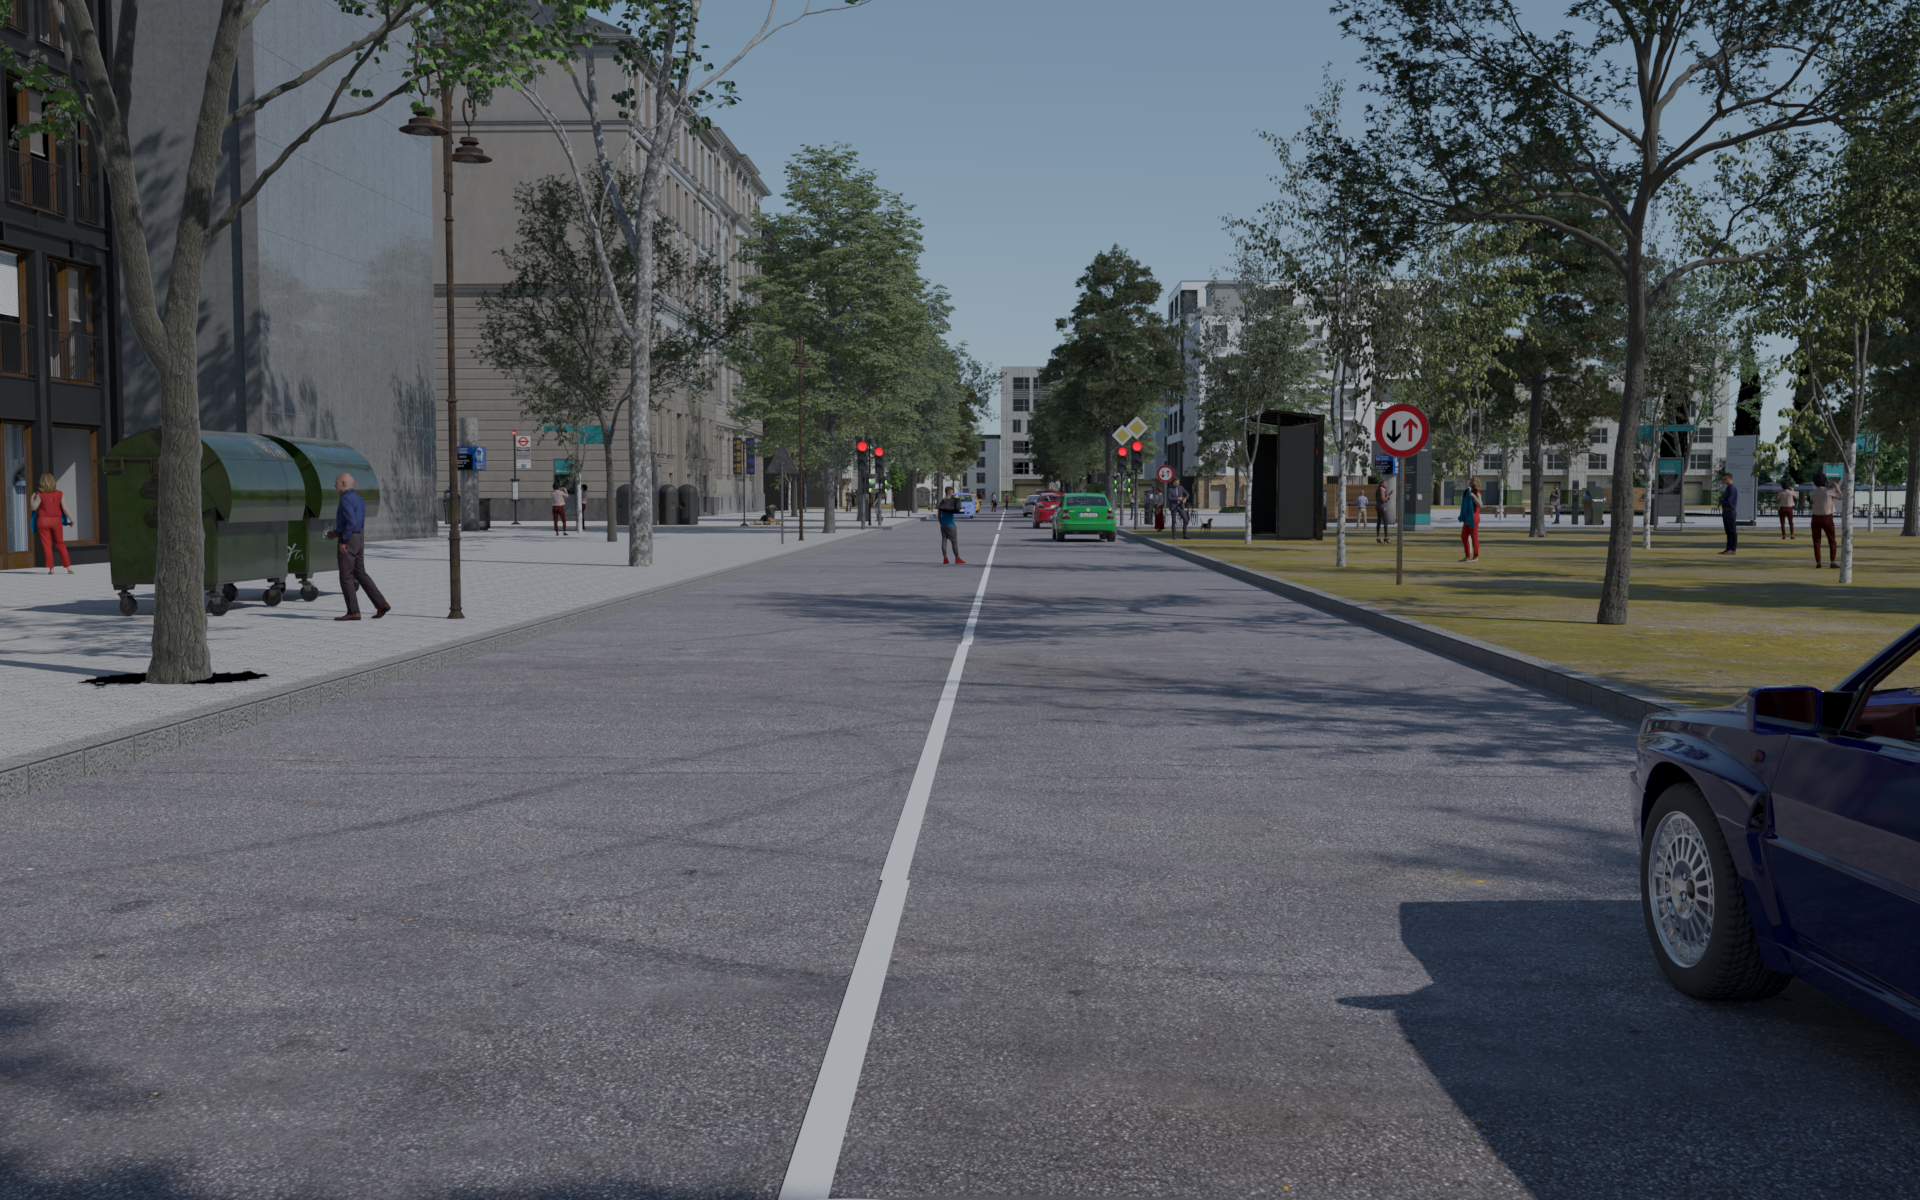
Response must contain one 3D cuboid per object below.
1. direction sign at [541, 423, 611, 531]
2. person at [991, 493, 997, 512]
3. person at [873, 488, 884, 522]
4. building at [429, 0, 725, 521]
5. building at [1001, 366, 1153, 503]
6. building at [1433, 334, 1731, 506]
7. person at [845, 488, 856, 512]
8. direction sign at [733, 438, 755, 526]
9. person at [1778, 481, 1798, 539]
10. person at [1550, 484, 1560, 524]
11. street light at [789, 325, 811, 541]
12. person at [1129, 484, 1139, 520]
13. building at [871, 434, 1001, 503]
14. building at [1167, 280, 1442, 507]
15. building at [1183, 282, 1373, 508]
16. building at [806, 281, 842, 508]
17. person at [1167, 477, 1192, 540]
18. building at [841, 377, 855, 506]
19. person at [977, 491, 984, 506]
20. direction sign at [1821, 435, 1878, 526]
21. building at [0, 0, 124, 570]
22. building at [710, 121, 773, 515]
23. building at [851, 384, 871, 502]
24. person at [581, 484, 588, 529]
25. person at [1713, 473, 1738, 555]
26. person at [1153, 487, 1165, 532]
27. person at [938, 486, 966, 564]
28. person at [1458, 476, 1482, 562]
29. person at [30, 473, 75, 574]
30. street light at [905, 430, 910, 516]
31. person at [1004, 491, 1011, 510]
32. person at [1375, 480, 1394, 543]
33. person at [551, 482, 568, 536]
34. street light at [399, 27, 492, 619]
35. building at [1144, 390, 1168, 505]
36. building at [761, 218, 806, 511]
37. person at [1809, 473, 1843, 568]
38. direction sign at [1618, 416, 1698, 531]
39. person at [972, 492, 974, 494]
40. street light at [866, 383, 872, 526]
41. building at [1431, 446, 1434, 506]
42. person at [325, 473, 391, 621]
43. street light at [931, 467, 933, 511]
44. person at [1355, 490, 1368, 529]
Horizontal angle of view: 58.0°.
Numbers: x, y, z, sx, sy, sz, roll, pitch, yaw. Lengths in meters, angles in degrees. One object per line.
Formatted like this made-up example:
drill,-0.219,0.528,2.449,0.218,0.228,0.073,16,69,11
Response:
direction sign,-13.196,-4.391,60.552,2.525,3.948,1.411,0,4,7
person,2.729,-7.783,137.958,0.590,1.554,0.614,-1,4,-19
person,-3.799,-4.417,80.462,0.471,1.553,0.569,2,4,24
building,-20.777,-18.101,93.211,12.463,27.353,25.104,0,4,2
building,21.610,-23.325,247.819,31.486,18.905,16.747,0,4,2
building,69.663,-20.442,200.685,31.486,18.905,16.747,0,4,2
person,-7.990,-7.301,126.210,0.742,1.727,0.445,-1,4,-18
direction sign,-8.666,-4.740,69.499,0.876,3.537,0.379,-1,4,-11
person,23.440,-2.545,49.116,0.566,1.644,0.517,-1,4,-22
person,25.427,-4.109,74.052,0.431,1.722,0.655,1,4,21
street light,-4.377,-4.574,47.566,0.468,5.910,1.993,0,4,2
person,8.598,-4.875,86.272,0.617,1.759,0.750,-1,4,-15
building,-8.274,-18.513,244.829,28.070,9.664,9.099,0,4,2
building,35.523,-20.660,181.761,27.936,21.610,32.646,0,4,2
building,28.881,-18.569,160.016,16.016,20.091,11.380,0,4,2
building,-26.529,-19.497,162.756,27.936,21.610,32.646,0,4,2
person,6.191,-2.583,48.721,0.683,1.767,0.568,-1,4,-19
building,-19.449,-20.096,184.990,16.016,20.091,11.380,0,4,2
person,2.433,-12.346,210.321,0.705,1.831,1.348,-3,5,-43
direction sign,35.421,-4.959,69.846,2.525,3.948,1.411,0,4,3
building,-22.138,-11.909,24.396,12.332,23.373,15.834,0,4,2
building,-21.093,-20.189,117.477,14.401,28.519,23.554,0,4,2
building,-26.797,-20.584,202.999,31.486,18.905,16.747,0,4,2
person,-13.836,-3.393,62.973,0.566,1.644,0.517,2,4,34
person,16.293,-1.841,36.843,0.504,1.737,0.576,0,4,4
person,6.807,-3.098,59.160,0.387,1.526,0.523,-1,4,-9
person,-0.163,-1.539,35.532,0.647,1.594,0.662,2,4,28
person,9.562,-1.513,32.489,0.444,1.614,0.593,1,4,16
person,-14.486,-1.216,27.631,0.593,1.614,0.444,-1,4,-15
street light,-2.945,-7.741,99.356,0.468,5.910,1.993,0,4,2
person,4.331,-9.075,157.563,0.721,1.739,1.217,2,4,30
person,11.085,-2.303,45.164,0.593,1.643,0.415,3,5,42
person,-12.360,-2.809,53.434,0.517,1.644,0.566,3,5,44
street light,-5.195,-2.745,17.674,0.468,5.910,1.993,0,4,2
building,29.942,-21.261,204.044,16.016,20.091,11.380,0,4,2
building,-19.367,-18.843,137.767,12.332,23.373,15.834,0,4,2
person,14.934,-1.371,29.917,0.566,1.644,0.517,0,4,-8
direction sign,23.761,-4.304,59.127,2.525,3.948,1.411,2,4,24
person,1.063,-7.844,138.709,0.435,1.587,0.963,2,4,26
street light,-3.679,-5.974,70.455,0.468,5.910,1.993,0,4,2
building,47.844,-21.093,201.296,11.380,20.091,16.016,0,4,2
person,-6.221,-0.544,17.637,0.600,1.496,0.574,2,4,24
street light,-2.072,-9.509,128.253,0.468,5.910,1.993,0,4,2
person,15.420,-3.425,66.556,0.516,1.574,0.319,0,4,2
